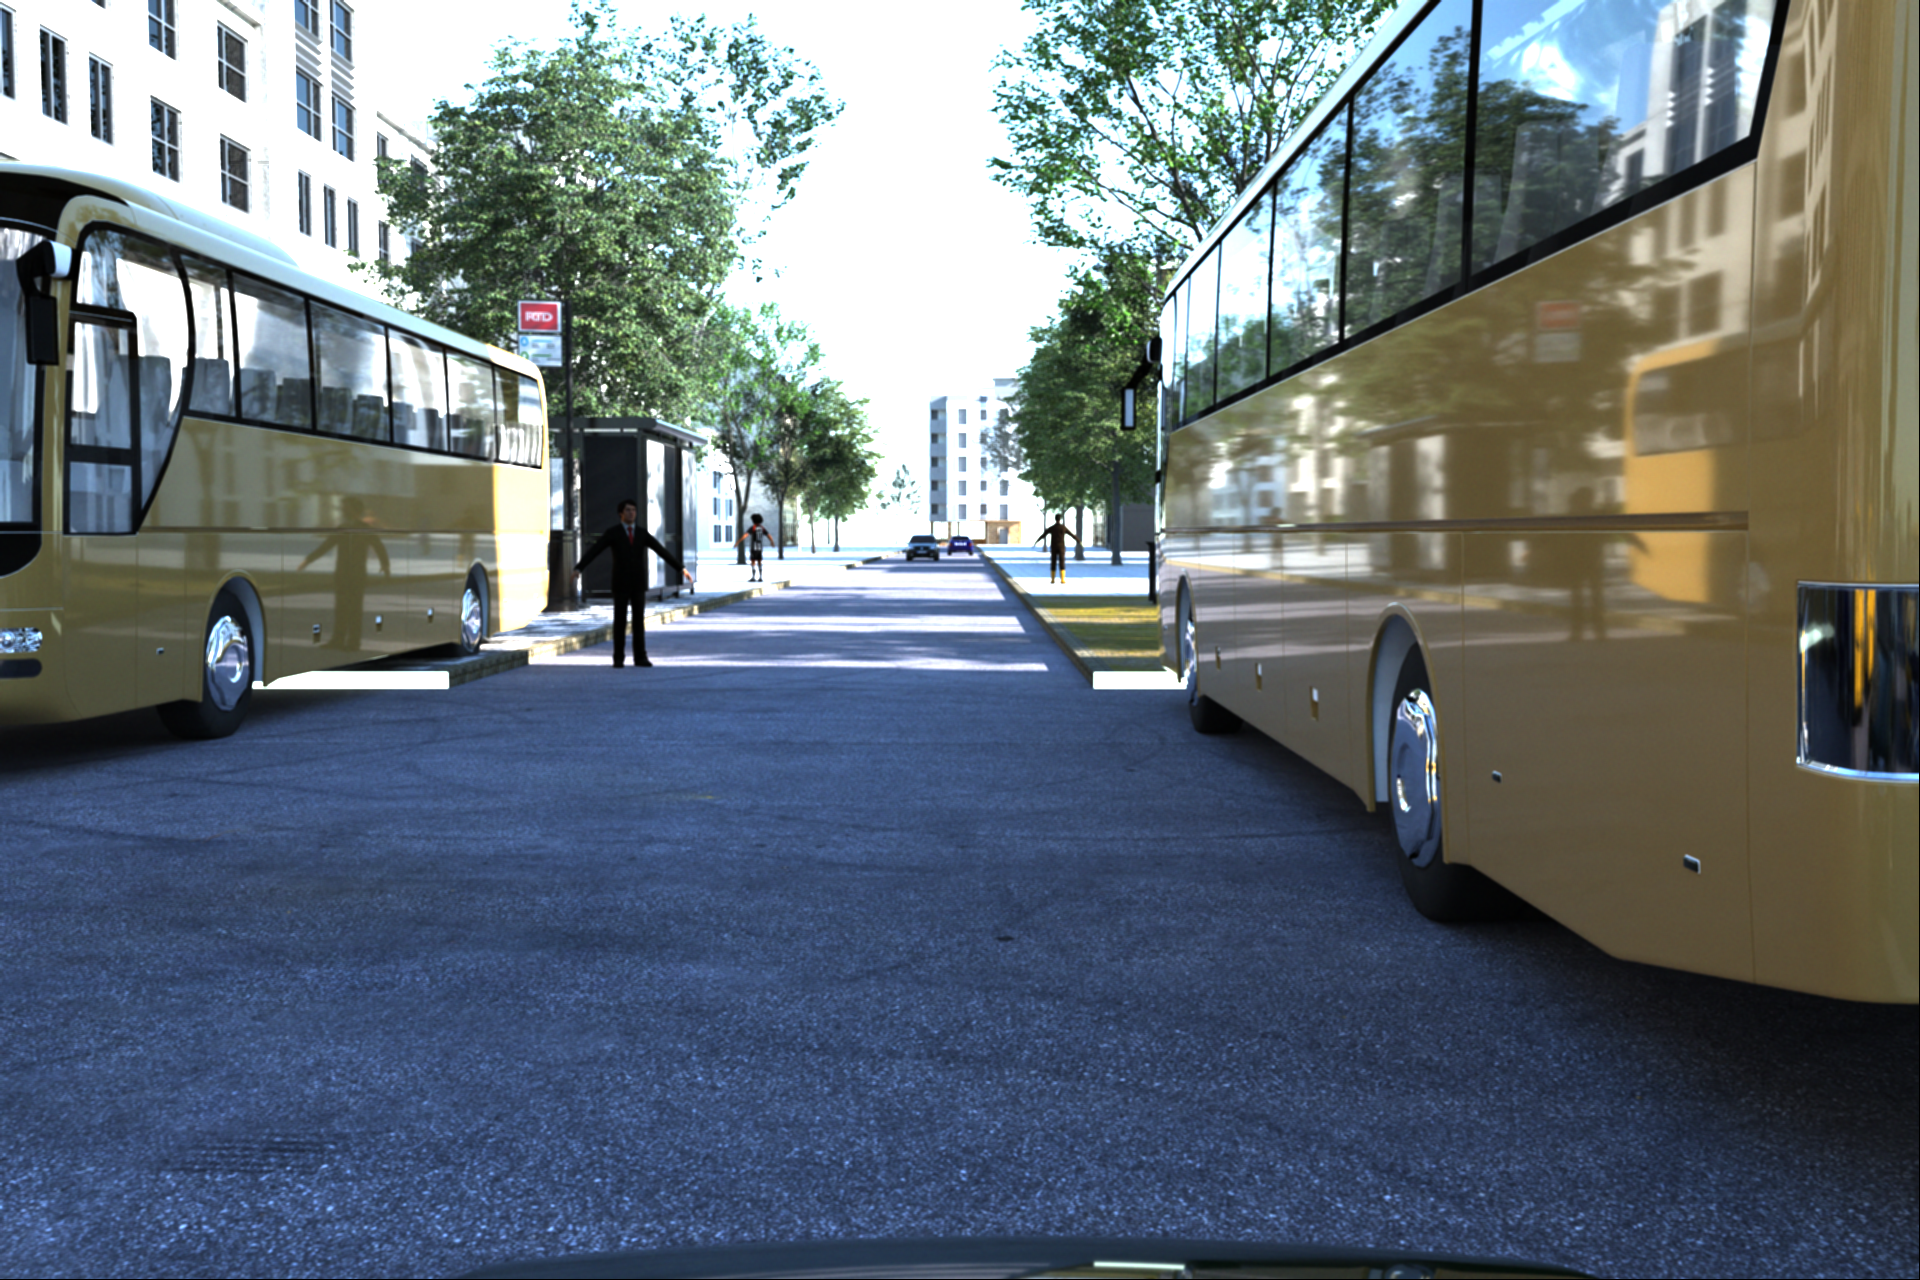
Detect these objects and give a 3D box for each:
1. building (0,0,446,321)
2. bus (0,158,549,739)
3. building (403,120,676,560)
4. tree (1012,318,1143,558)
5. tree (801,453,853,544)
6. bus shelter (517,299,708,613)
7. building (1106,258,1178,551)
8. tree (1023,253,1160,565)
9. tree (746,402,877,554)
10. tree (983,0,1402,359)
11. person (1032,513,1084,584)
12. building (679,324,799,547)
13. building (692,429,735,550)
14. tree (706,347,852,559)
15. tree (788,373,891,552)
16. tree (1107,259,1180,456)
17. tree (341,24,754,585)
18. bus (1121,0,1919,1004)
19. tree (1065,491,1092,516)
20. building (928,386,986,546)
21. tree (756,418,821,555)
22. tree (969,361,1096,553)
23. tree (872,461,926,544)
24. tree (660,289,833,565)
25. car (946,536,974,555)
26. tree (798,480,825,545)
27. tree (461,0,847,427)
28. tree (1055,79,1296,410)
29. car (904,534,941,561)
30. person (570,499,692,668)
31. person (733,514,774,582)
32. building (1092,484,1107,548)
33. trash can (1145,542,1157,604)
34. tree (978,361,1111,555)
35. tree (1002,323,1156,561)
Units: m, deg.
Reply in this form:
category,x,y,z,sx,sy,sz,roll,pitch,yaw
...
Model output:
category,x,y,z,sx,sy,sz,roll,pitch,yaw
building,-27.009,-11.053,47.172,16.747,18.905,31.486,0,4,0
bus,-6.327,-1.455,15.338,2.896,3.916,12.252,0,3,0
building,-25.642,-13.673,90.011,16.747,18.905,31.486,0,3,0
tree,6.433,-10.602,91.473,7.486,12.596,7.792,0,3,0
tree,-15.790,-18.056,213.348,7.486,12.596,7.792,0,3,0
bus shelter,-6.473,-3.351,32.416,2.179,5.291,8.768,0,4,0
building,25.949,-18.350,144.000,27.936,21.610,32.646,0,3,0
tree,6.255,-9.297,70.137,7.486,12.596,7.792,0,3,0
tree,-9.577,-10.887,112.410,8.767,10.594,7.601,-1,4,-21
tree,4.002,-6.149,26.294,9.928,11.665,9.643,0,3,0
person,2.516,-2.346,44.499,1.346,1.812,0.704,1,4,9
building,-26.704,-21.203,177.600,19.493,23.208,18.063,0,4,0
building,-24.300,-12.896,152.998,9.099,9.664,28.070,0,4,1
tree,-9.237,-9.332,86.996,8.767,10.594,7.601,2,4,27
tree,-8.772,-12.509,122.646,7.486,12.596,7.792,0,3,0
tree,5.909,-5.755,44.449,4.737,8.622,4.395,0,3,0
tree,-9.883,-8.338,42.975,9.857,13.997,8.962,0,3,0
bus,2.876,-1.081,9.228,2.896,3.916,12.252,0,4,0
tree,16.916,-18.436,211.803,12.009,13.543,11.850,0,3,0
building,-3.573,-21.609,212.184,11.380,20.090,16.016,0,4,-5
tree,-9.464,-9.384,103.783,4.360,8.622,3.978,0,3,0
tree,5.712,-12.697,117.968,12.009,13.543,11.850,0,3,0
tree,-7.571,-17.101,214.008,7.601,10.594,8.767,0,4,8
tree,-9.119,-8.981,72.598,9.928,11.665,9.643,0,3,0
car,0.014,-6.406,117.313,1.945,1.354,3.894,0,4,-1
tree,-17.501,-15.688,206.863,4.360,8.622,3.978,0,3,0
tree,-10.698,-12.540,60.912,12.611,20.169,13.585,0,3,0
tree,5.925,-6.252,36.630,8.767,10.594,7.601,1,4,16
car,-1.997,-5.116,93.430,2.009,1.686,4.222,0,4,1
person,-3.562,-0.614,18.682,1.347,1.806,0.705,-2,4,-28
person,-5.465,-2.458,46.324,1.345,1.843,0.704,-3,5,-44
building,22.950,-20.762,170.394,19.493,23.208,18.063,0,4,0
trash can,3.759,-1.224,31.671,0.748,1.137,0.748,0,3,0
tree,6.354,-11.848,104.085,12.009,13.543,11.850,0,3,0
tree,5.839,-10.019,81.941,7.486,12.596,7.792,0,3,0
